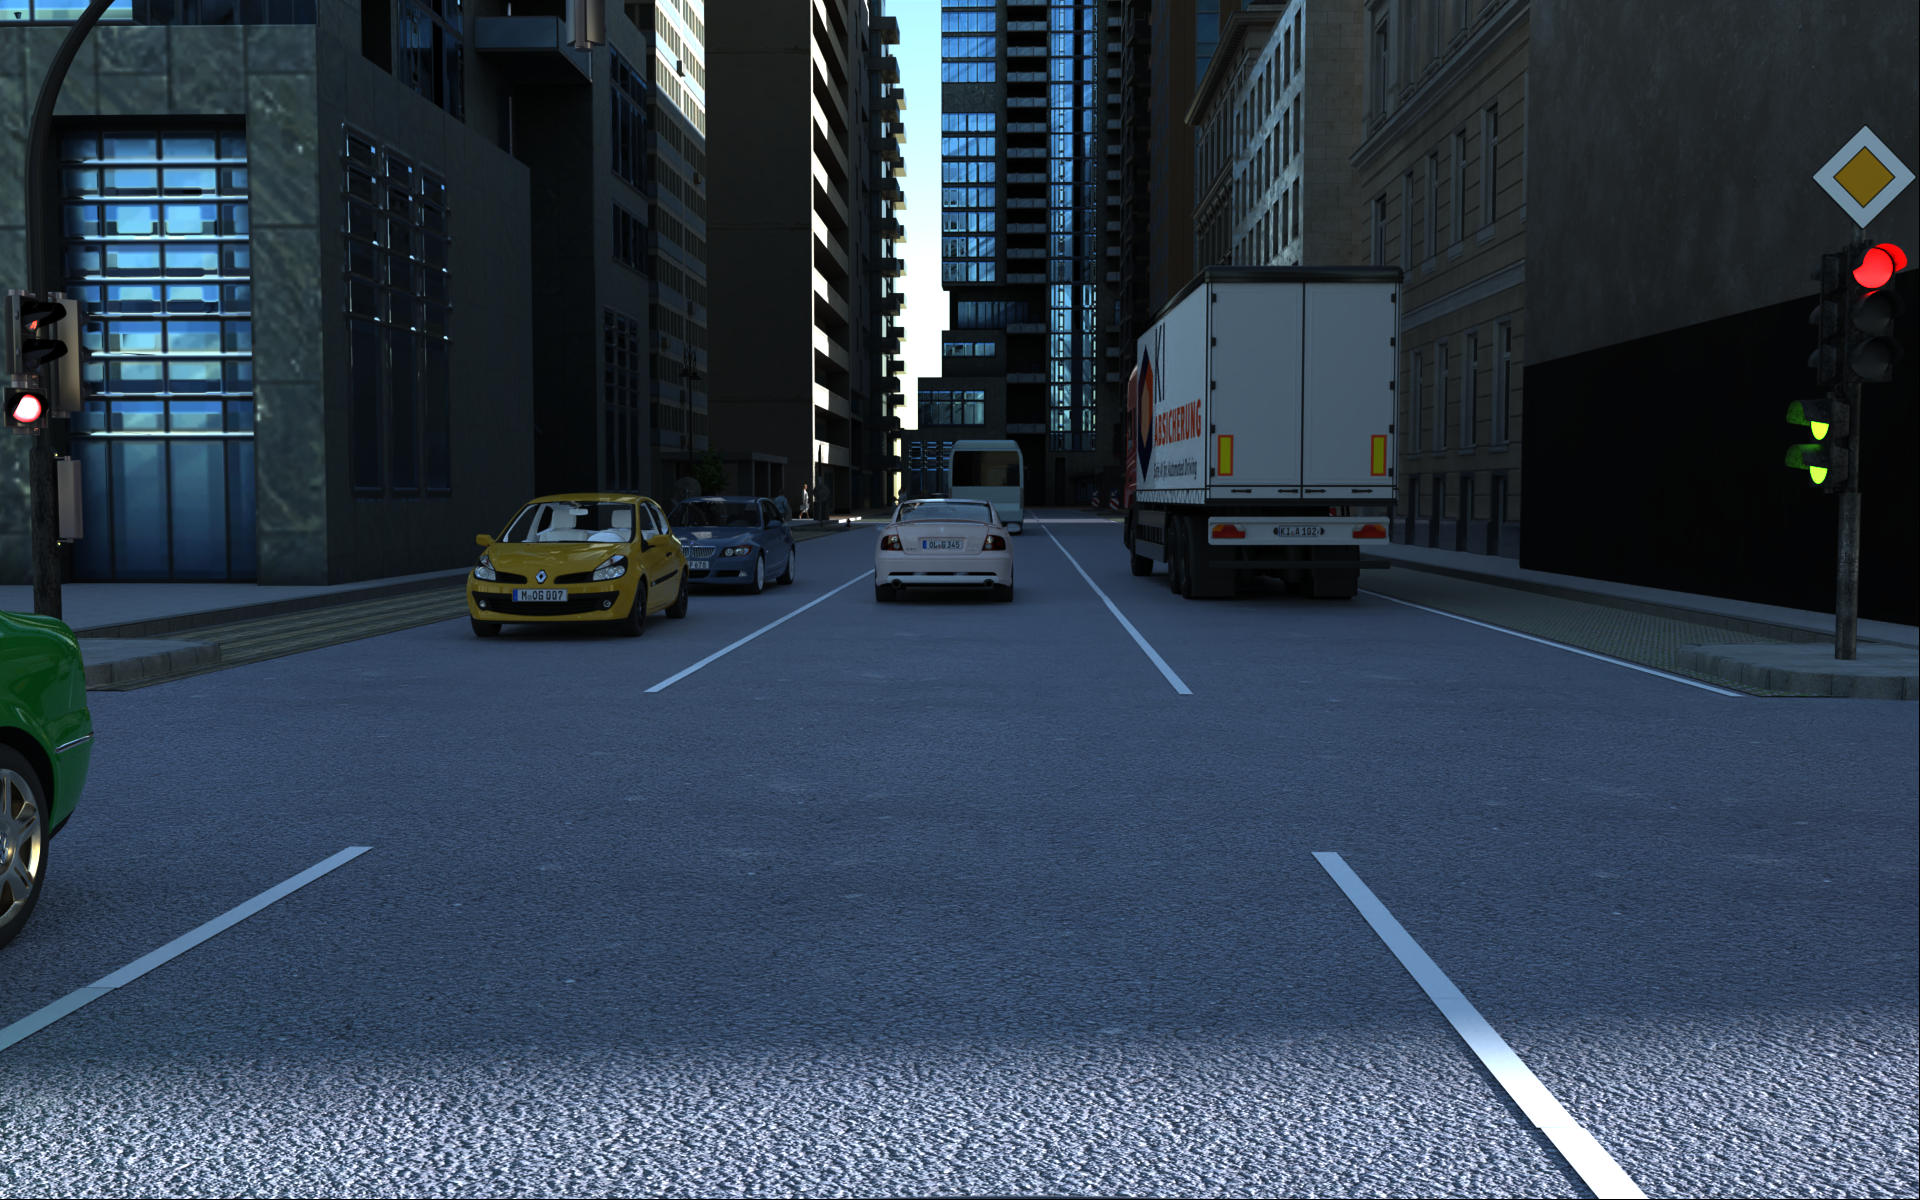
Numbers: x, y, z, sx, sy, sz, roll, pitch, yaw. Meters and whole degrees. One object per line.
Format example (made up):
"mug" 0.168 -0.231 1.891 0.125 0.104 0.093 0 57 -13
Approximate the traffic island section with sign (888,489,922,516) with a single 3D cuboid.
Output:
"traffic island section with sign" -3.759 -6.549 115.700 1.989 1.847 2.006 0 4 2

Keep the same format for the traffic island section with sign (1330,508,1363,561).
"traffic island section with sign" 7.693 -1.799 38.041 1.989 1.847 2.006 0 4 2

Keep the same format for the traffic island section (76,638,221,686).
"traffic island section" -7.335 0.512 13.913 2.009 0.180 2.903 0 4 2

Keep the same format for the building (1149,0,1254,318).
"building" 19.250 -27.953 107.140 14.600 45.320 14.200 0 4 2

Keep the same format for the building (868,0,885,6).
"building" -20.812 -32.637 153.229 30.456 49.044 23.786 0 4 2

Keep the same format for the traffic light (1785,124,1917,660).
"traffic light" 6.860 -1.494 13.343 0.839 4.253 0.868 0 4 2

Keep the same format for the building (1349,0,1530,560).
"building" 17.347 -15.515 39.578 13.634 28.700 20.117 0 4 2

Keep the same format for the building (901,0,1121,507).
"building" 9.944 -53.109 180.997 31.000 86.520 22.319 0 4 2

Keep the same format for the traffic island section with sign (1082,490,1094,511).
"traffic island section with sign" 11.039 -8.210 142.857 1.989 1.847 2.006 0 4 2

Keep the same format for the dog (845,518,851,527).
"dog" -4.847 -3.286 73.923 0.550 0.427 0.748 3 5 41

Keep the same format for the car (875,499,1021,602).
"car" -0.179 -0.738 24.428 2.083 1.381 4.827 0 4 1

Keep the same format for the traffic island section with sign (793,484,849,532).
"traffic island section with sign" -5.321 -3.555 66.753 1.989 1.847 2.006 0 4 2

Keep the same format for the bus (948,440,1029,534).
"bus" 1.131 -4.323 65.533 2.948 3.499 13.247 0 4 2

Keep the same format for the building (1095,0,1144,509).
"building" 22.782 -43.682 152.447 20.563 71.187 20.611 0 4 2

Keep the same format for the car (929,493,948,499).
"car" -1.383 -6.771 119.738 2.155 1.783 4.494 0 4 3

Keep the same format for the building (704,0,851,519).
"building" -17.949 -29.100 99.486 21.300 48.544 21.600 0 4 2

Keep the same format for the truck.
"truck" 4.191 -2.322 26.885 2.839 4.237 11.283 0 4 0

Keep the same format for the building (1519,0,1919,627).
"building" 17.740 -9.375 20.729 16.811 18.784 16.820 0 4 2

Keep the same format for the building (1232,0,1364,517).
"building" 15.539 -12.496 59.063 10.420 20.320 16.860 0 4 2

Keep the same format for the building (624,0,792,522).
"building" -24.399 -23.469 75.606 32.217 40.220 23.993 0 4 2

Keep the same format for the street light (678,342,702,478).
"street light" -8.192 -4.888 52.710 0.468 5.910 1.993 0 4 2

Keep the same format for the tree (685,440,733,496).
"tree" -8.635 -4.068 61.120 1.663 3.219 1.824 0 3 0

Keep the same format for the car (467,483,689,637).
"car" -4.028 -0.513 18.617 2.015 1.641 3.980 0 4 0

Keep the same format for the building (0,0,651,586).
"building" -19.484 -44.324 37.365 22.319 86.520 31.000 0 4 2

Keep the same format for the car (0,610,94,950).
"car" -3.866 0.293 4.004 1.959 1.807 4.718 0 3 0

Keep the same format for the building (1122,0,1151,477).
"building" 23.721 -28.984 128.518 22.147 44.769 28.867 0 4 2

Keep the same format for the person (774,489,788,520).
"person" -5.964 -2.903 57.774 0.589 1.601 0.330 3 4 36

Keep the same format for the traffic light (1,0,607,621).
"traffic light" -5.201 -2.390 13.746 4.771 5.953 1.251 0 4 2

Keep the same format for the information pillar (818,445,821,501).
"information pillar" -6.651 -5.554 82.163 0.183 3.616 0.504 -1 4 -13

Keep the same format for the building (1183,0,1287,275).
"building" 16.469 -15.224 77.788 11.050 23.489 19.941 0 4 2

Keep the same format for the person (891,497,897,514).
"person" -3.053 -4.184 81.183 0.394 1.301 0.425 -1 4 -22

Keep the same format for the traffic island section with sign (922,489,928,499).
"traffic island section with sign" -2.905 -8.197 142.642 1.989 1.847 2.006 0 4 2

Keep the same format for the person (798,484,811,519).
"person" -8.012 -5.056 89.068 0.624 1.780 0.694 0 4 5

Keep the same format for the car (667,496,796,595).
"car" -3.605 -0.873 26.275 2.014 1.417 4.499 0 4 4

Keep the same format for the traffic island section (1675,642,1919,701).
"traffic island section" 6.899 0.540 13.455 2.009 0.180 2.903 0 4 2

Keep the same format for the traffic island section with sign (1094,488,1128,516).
"traffic island section with sign" 10.178 -6.562 115.916 1.989 1.847 2.006 0 4 2

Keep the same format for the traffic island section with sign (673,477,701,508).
"traffic island section with sign" -6.198 -1.864 39.104 1.989 1.847 2.006 0 4 2

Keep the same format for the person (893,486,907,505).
"person" -2.460 -3.834 71.750 0.480 1.755 0.524 3 5 45

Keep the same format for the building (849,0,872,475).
"building" -20.784 -32.722 124.238 28.713 52.752 27.495 0 4 2
